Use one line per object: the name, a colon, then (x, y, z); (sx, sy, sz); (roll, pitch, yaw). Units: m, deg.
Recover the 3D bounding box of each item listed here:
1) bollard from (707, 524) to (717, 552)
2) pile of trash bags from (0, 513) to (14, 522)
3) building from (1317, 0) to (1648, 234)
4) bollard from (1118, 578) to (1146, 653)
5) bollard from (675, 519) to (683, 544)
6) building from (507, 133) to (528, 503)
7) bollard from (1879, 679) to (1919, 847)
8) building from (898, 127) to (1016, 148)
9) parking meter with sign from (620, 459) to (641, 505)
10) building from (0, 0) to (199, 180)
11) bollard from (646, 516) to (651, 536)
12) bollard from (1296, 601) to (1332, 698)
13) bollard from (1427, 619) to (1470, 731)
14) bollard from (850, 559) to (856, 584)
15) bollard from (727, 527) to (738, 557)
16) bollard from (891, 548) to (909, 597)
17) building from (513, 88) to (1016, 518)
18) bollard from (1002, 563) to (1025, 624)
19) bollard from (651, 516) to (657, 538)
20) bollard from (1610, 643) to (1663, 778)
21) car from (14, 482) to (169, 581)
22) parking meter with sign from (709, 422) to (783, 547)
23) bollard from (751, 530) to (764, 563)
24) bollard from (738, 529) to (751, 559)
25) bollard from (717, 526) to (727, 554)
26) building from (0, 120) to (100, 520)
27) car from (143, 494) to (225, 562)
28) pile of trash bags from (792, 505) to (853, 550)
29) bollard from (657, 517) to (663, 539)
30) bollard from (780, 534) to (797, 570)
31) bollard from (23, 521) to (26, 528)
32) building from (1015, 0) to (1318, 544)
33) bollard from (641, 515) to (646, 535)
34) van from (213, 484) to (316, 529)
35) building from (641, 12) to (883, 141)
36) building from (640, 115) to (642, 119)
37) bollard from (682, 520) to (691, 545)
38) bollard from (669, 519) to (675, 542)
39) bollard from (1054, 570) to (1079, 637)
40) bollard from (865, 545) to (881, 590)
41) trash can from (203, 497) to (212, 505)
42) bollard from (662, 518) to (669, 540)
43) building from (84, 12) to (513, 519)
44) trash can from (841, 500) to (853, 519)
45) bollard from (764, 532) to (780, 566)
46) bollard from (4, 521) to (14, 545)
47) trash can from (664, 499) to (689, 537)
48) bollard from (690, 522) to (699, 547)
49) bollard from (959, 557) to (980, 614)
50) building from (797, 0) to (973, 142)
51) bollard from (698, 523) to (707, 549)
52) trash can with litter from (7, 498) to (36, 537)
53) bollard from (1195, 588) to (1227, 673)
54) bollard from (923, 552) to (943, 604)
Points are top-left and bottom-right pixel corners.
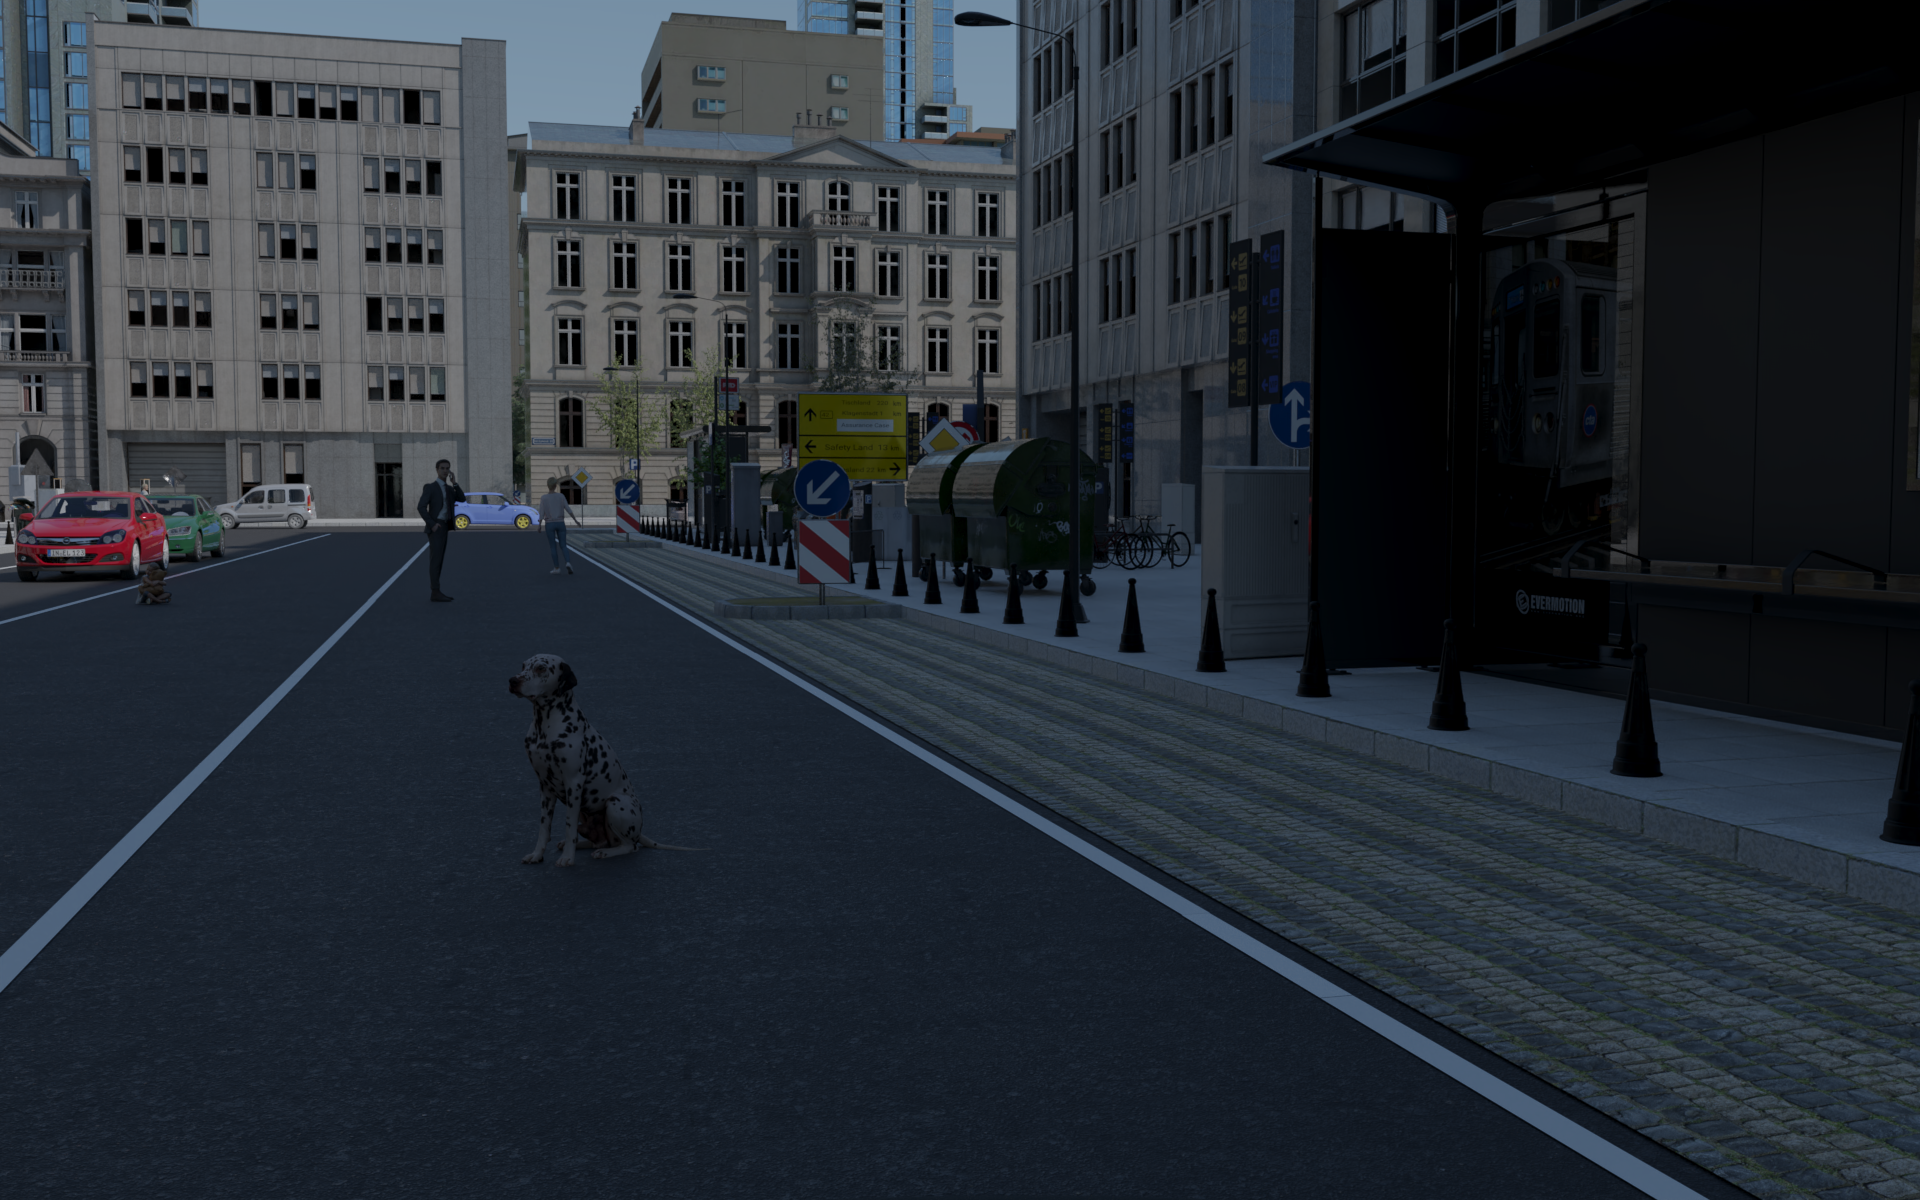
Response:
bollard: (-5.464, -1.387, 38.711); (0.229, 0.601, 0.229); (0, 3, 0)
pile of trash bags: (-44.082, -4.224, 78.813); (3.447, 1.369, 1.912); (-1, 4, -18)
building: (21.450, -13.369, 23.098); (19.350, 26.468, 34.151); (-1, 4, -15)
bollard: (1.397, 0.121, 14.065); (0.229, 0.601, 0.229); (0, 3, 0)
bollard: (-7.181, -1.763, 44.871); (0.229, 0.601, 0.229); (0, 3, 0)
building: (-55.117, -41.114, 261.458); (27.495, 52.752, 28.713); (-1, 4, -15)
bollard: (3.529, 0.591, 6.387); (0.229, 0.601, 0.229); (0, 3, 0)
building: (5.545, -33.989, 210.338); (28.867, 44.769, 22.147); (-1, 4, -15)
parking meter with sign: (-16.157, -5.413, 84.765); (0.543, 3.016, 1.738); (1, 4, 8)
building: (-78.596, -51.341, 152.091); (22.319, 86.520, 31.000); (-1, 4, -15)
bollard: (-9.327, -2.235, 52.592); (0.229, 0.601, 0.229); (0, 3, 0)
bollard: (2.250, 0.309, 10.995); (0.229, 0.601, 0.229); (0, 3, 0)
bollard: (2.673, 0.403, 9.456); (0.229, 0.601, 0.229); (0, 3, 0)
bollard: (-1.606, -0.538, 24.842); (0.229, 0.601, 0.229); (0, 3, 0)
bollard: (-4.602, -1.197, 35.610); (0.229, 0.601, 0.229); (0, 3, 0)
bollard: (-0.750, -0.350, 21.766); (0.229, 0.601, 0.229); (0, 3, 0)
building: (-8.215, -17.314, 102.174); (34.723, 24.649, 14.460); (-1, 4, -15)
bollard: (0.532, -0.067, 17.141); (0.229, 0.601, 0.229); (0, 3, 0)
bollard: (-8.900, -2.141, 51.042); (0.229, 0.601, 0.229); (0, 3, 0)
bollard: (3.101, 0.497, 7.921); (0.229, 0.601, 0.229); (0, 3, 0)
car: (-15.008, -1.286, 30.061); (2.155, 1.783, 4.494); (-1, 4, -15)
parking meter with sign: (-5.226, -2.820, 42.363); (1.738, 3.016, 0.543); (-1, 4, -16)
bollard: (-3.747, -1.009, 32.532); (0.229, 0.601, 0.229); (0, 3, 0)
bollard: (-4.177, -1.102, 34.066); (0.229, 0.601, 0.229); (0, 3, 0)
bollard: (-5.028, -1.291, 37.144); (0.229, 0.601, 0.229); (0, 3, 0)
building: (-56.043, -15.078, 88.325); (24.055, 21.916, 13.314); (-1, 4, -15)
car: (-17.272, -1.586, 37.732); (2.131, 1.459, 4.920); (-1, 4, -14)
pile of trash bags: (-2.922, -1.853, 40.054); (1.912, 1.369, 3.447); (0, 4, -5)
bollard: (-8.469, -2.046, 49.496); (0.229, 0.601, 0.229); (0, 3, 0)
bollard: (-2.889, -0.820, 29.455); (0.229, 0.601, 0.229); (0, 3, 0)
bollard: (-24.596, -1.805, 45.558); (0.229, 0.601, 0.229); (0, 3, 0)
building: (10.256, -14.069, 48.058); (12.078, 24.808, 19.932); (-1, 4, -15)
bollard: (-9.762, -2.330, 54.144); (0.229, 0.601, 0.229); (0, 3, 0)
van: (-28.744, -3.937, 71.383); (4.112, 2.044, 2.013); (-1, 4, -14)
building: (-20.159, -33.688, 174.504); (21.300, 48.544, 21.600); (-1, 4, -15)
building: (-28.345, -31.036, 191.040); (14.154, 41.232, 14.086); (-1, 4, -15)
bollard: (-6.751, -1.669, 43.337); (0.229, 0.601, 0.229); (0, 3, 0)
bollard: (-7.606, -1.857, 46.406); (0.229, 0.601, 0.229); (0, 3, 0)
bollard: (0.961, 0.027, 15.604); (0.229, 0.601, 0.229); (0, 3, 0)
bollard: (-1.178, -0.444, 23.308); (0.229, 0.601, 0.229); (0, 3, 0)
trash can: (-34.701, -4.147, 79.455); (0.748, 1.137, 0.748); (0, 3, 0)
bollard: (-8.041, -1.952, 47.955); (0.229, 0.601, 0.229); (0, 3, 0)
building: (-34.758, -16.866, 93.776); (19.932, 24.808, 12.078); (-1, 4, -15)
trash can: (-2.881, -1.992, 44.225); (0.748, 1.137, 0.748); (0, 3, 0)
bollard: (-3.320, -0.915, 30.995); (0.229, 0.601, 0.229); (0, 3, 0)
bollard: (-24.168, -1.711, 44.011); (0.229, 0.601, 0.229); (0, 3, 0)
trash can: (-8.420, -2.436, 51.479); (0.748, 1.137, 0.748); (0, 3, 0)
bollard: (-6.325, -1.576, 41.802); (0.229, 0.601, 0.229); (0, 3, 0)
bollard: (0.107, -0.161, 18.676); (0.229, 0.601, 0.229); (0, 3, 0)
building: (-12.589, -58.555, 270.039); (31.000, 86.520, 22.319); (-1, 4, -15)
bollard: (-5.898, -1.481, 40.259); (0.229, 0.601, 0.229); (0, 3, 0)
trash can with litter: (-27.419, -2.416, 50.896); (0.624, 1.170, 1.055); (0, 4, -1)
bollard: (1.820, 0.215, 12.529); (0.229, 0.601, 0.229); (0, 3, 0)
bollard: (-0.316, -0.255, 20.216); (0.229, 0.601, 0.229); (0, 3, 0)
